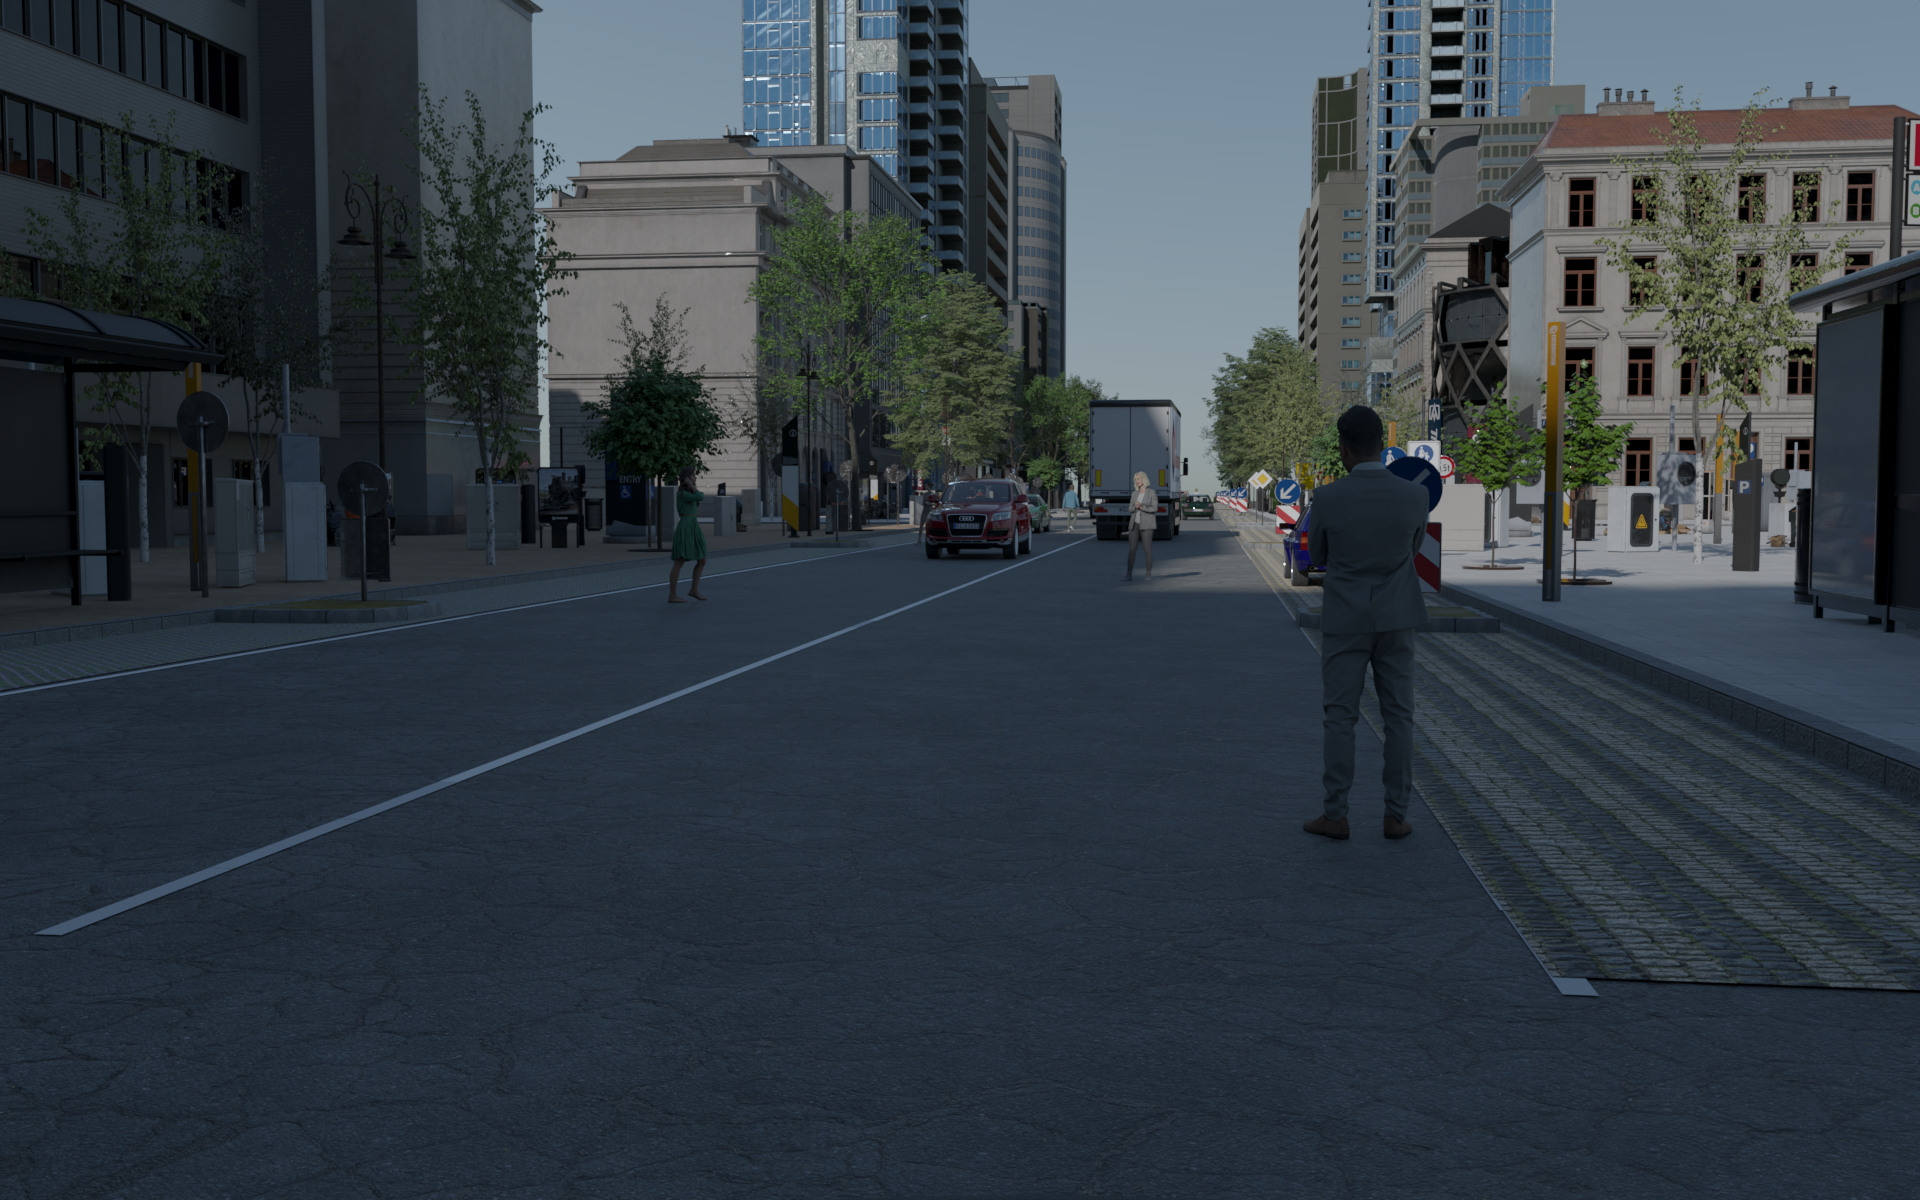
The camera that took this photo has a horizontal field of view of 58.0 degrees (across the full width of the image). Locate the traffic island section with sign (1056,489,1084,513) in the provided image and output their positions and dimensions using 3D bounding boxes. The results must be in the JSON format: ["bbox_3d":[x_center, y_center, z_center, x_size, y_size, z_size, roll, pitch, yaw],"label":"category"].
[{"bbox_3d":[8.227,-7.355,128.889,1.989,1.847,2.006,0,4,8],"label":"traffic island section with sign"}]

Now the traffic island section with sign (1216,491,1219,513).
[{"bbox_3d":[19.989,-7.254,127.226,1.989,1.847,2.006,0,4,8],"label":"traffic island section with sign"}]

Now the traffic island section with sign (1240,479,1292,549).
[{"bbox_3d":[8.461,-2.254,45.486,1.989,1.847,2.006,0,4,8],"label":"traffic island section with sign"}]

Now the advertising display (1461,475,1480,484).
[{"bbox_3d":[16.749,-3.155,56.806,0.123,1.923,0.974,-1,4,-16],"label":"advertising display"}]

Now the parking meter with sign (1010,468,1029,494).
[{"bbox_3d":[4.250,-7.366,116.688,1.738,3.016,0.543,2,4,34],"label":"parking meter with sign"}]

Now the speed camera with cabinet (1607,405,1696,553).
[{"bbox_3d":[15.302,-2.684,38.227,2.038,3.252,0.660,-1,4,-22],"label":"speed camera with cabinet"}]

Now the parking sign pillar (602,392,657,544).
[{"bbox_3d":[-8.632,-3.474,45.275,1.447,3.967,1.447,2,4,26],"label":"parking sign pillar"}]

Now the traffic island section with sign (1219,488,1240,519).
[{"bbox_3d":[16.220,-5.619,100.495,1.989,1.847,2.006,0,4,8],"label":"traffic island section with sign"}]

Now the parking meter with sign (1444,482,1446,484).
[{"bbox_3d":[30.972,-7.044,111.429,0.543,3.016,1.738,3,5,43],"label":"parking meter with sign"}]

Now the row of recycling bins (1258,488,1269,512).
[{"bbox_3d":[22.355,-7.340,127.116,1.069,1.692,3.534,0,4,7],"label":"row of recycling bins"}]

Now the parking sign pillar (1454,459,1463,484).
[{"bbox_3d":[25.479,-6.084,87.952,1.447,3.967,1.447,-3,5,-40],"label":"parking sign pillar"}]

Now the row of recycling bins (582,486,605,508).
[{"bbox_3d":[-30.260,-8.159,140.518,1.069,1.692,3.534,2,4,24],"label":"row of recycling bins"}]

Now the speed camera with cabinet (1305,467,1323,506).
[{"bbox_3d":[19.297,-6.197,95.659,2.038,3.252,0.660,1,4,21],"label":"speed camera with cabinet"}]

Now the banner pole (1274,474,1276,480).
[{"bbox_3d":[26.179,-9.423,144.076,0.401,3.779,0.863,2,4,25],"label":"banner pole"}]

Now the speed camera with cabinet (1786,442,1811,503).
[{"bbox_3d":[32.398,-4.370,65.793,0.660,3.252,2.038,-1,4,-18],"label":"speed camera with cabinet"}]

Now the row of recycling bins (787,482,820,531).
[{"bbox_3d":[-5.563,-3.305,61.145,1.069,1.692,3.534,0,4,2],"label":"row of recycling bins"}]

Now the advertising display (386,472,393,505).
[{"bbox_3d":[-16.724,-2.719,49.664,0.123,1.923,0.974,3,5,42],"label":"advertising display"}]

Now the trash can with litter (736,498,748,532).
[{"bbox_3d":[-7.518,-2.902,58.828,0.624,1.170,1.055,-2,4,-33],"label":"trash can with litter"}]

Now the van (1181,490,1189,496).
[{"bbox_3d":[22.691,-10.394,176.957,2.013,2.044,4.112,1,4,10],"label":"van"}]

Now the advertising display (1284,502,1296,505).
[{"bbox_3d":[17.439,-5.270,91.375,0.974,1.923,0.123,-2,4,-28],"label":"advertising display"}]

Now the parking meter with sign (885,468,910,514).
[{"bbox_3d":[-4.188,-7.181,113.673,1.738,3.016,0.543,1,4,17],"label":"parking meter with sign"}]

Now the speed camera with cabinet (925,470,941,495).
[{"bbox_3d":[-2.046,-8.937,140.457,0.660,3.252,2.038,2,4,32],"label":"speed camera with cabinet"}]

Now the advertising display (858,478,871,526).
[{"bbox_3d":[-3.960,-4.010,70.784,0.123,1.923,0.974,-3,4,-37],"label":"advertising display"}]

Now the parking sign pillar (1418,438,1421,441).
[{"bbox_3d":[22.227,-5.799,83.283,1.447,3.967,1.447,1,4,17],"label":"parking sign pillar"}]

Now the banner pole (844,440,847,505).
[{"bbox_3d":[-5.308,-5.516,80.197,0.401,3.779,0.863,0,4,-7],"label":"banner pole"}]

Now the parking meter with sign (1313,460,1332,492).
[{"bbox_3d":[18.387,-5.481,85.882,1.738,3.016,0.543,0,4,2],"label":"parking meter with sign"}]

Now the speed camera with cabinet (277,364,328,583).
[{"bbox_3d":[-9.829,-1.929,25.882,0.660,3.252,2.038,-1,4,-22],"label":"speed camera with cabinet"}]

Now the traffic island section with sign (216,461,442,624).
[{"bbox_3d":[-7.135,-0.694,19.981,1.989,1.847,2.006,0,4,8],"label":"traffic island section with sign"}]

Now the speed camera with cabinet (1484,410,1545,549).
[{"bbox_3d":[12.989,-2.863,41.143,2.038,3.252,0.660,3,5,41],"label":"speed camera with cabinet"}]

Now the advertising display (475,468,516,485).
[{"bbox_3d":[-11.551,-2.319,43.130,0.974,1.923,0.123,-1,4,-20],"label":"advertising display"}]

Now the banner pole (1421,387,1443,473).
[{"bbox_3d":[10.910,-3.074,40.274,0.401,3.779,0.863,-2,4,-24],"label":"banner pole"}]

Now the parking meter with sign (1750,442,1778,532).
[{"bbox_3d":[27.491,-3.827,58.837,1.738,3.016,0.543,-1,4,-16],"label":"parking meter with sign"}]

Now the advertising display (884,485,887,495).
[{"bbox_3d":[-5.197,-7.051,120.501,0.123,1.923,0.974,0,4,-6],"label":"advertising display"}]

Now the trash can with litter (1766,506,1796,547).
[{"bbox_3d":[20.009,-1.856,41.732,1.055,1.170,0.624,3,5,41],"label":"trash can with litter"}]

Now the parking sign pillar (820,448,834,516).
[{"bbox_3d":[-7.826,-6.956,102.198,1.447,3.967,1.447,1,4,17],"label":"parking sign pillar"}]

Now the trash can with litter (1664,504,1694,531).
[{"bbox_3d":[25.422,-3.046,60.867,2.233,1.210,1.678,0,4,-7],"label":"trash can with litter"}]

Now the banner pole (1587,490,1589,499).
[{"bbox_3d":[25.072,-4.795,68.422,0.863,3.779,0.401,1,4,18],"label":"banner pole"}]

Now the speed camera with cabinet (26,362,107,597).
[{"bbox_3d":[-11.456,-1.706,22.233,2.038,3.252,0.660,3,5,44],"label":"speed camera with cabinet"}]

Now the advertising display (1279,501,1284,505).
[{"bbox_3d":[16.645,-5.190,90.066,0.123,1.923,0.974,1,4,9],"label":"advertising display"}]

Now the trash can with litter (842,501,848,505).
[{"bbox_3d":[-6.983,-5.410,99.843,1.055,1.170,0.624,3,4,37],"label":"trash can with litter"}]

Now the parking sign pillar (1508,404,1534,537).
[{"bbox_3d":[16.467,-3.879,51.902,1.447,3.967,1.447,1,4,21],"label":"parking sign pillar"}]

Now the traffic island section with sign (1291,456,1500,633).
[{"bbox_3d":[4.683,-0.622,18.796,1.989,1.847,2.006,0,4,8],"label":"traffic island section with sign"}]

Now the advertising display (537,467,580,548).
[{"bbox_3d":[-9.512,-2.193,41.069,0.974,1.923,0.123,-1,4,-14],"label":"advertising display"}]

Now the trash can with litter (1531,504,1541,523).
[{"bbox_3d":[25.498,-3.943,75.856,1.055,1.170,0.624,-1,4,-15],"label":"trash can with litter"}]

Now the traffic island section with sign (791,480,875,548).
[{"bbox_3d":[-3.362,-2.327,46.672,1.989,1.847,2.006,0,4,8],"label":"traffic island section with sign"}]

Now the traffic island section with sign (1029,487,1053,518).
[{"bbox_3d":[4.425,-5.703,101.873,1.989,1.847,2.006,0,4,8],"label":"traffic island section with sign"}]

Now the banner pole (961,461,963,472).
[{"bbox_3d":[0.090,-6.472,95.831,0.401,3.779,0.863,0,4,6],"label":"banner pole"}]

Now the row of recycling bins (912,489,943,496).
[{"bbox_3d":[-2.255,-8.339,143.463,3.534,1.692,1.069,1,4,15],"label":"row of recycling bins"}]

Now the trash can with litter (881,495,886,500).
[{"bbox_3d":[-7.758,-8.384,148.143,2.233,1.210,1.678,-3,4,-37],"label":"trash can with litter"}]

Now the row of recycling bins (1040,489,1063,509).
[{"bbox_3d":[7.820,-8.820,151.317,1.069,1.692,3.534,-2,4,-30],"label":"row of recycling bins"}]

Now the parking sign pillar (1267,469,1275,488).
[{"bbox_3d":[27.066,-9.937,150.939,1.447,3.967,1.447,1,4,8],"label":"parking sign pillar"}]

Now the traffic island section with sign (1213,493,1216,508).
[{"bbox_3d":[27.004,-10.291,176.893,1.989,1.847,2.006,0,4,8],"label":"traffic island section with sign"}]
